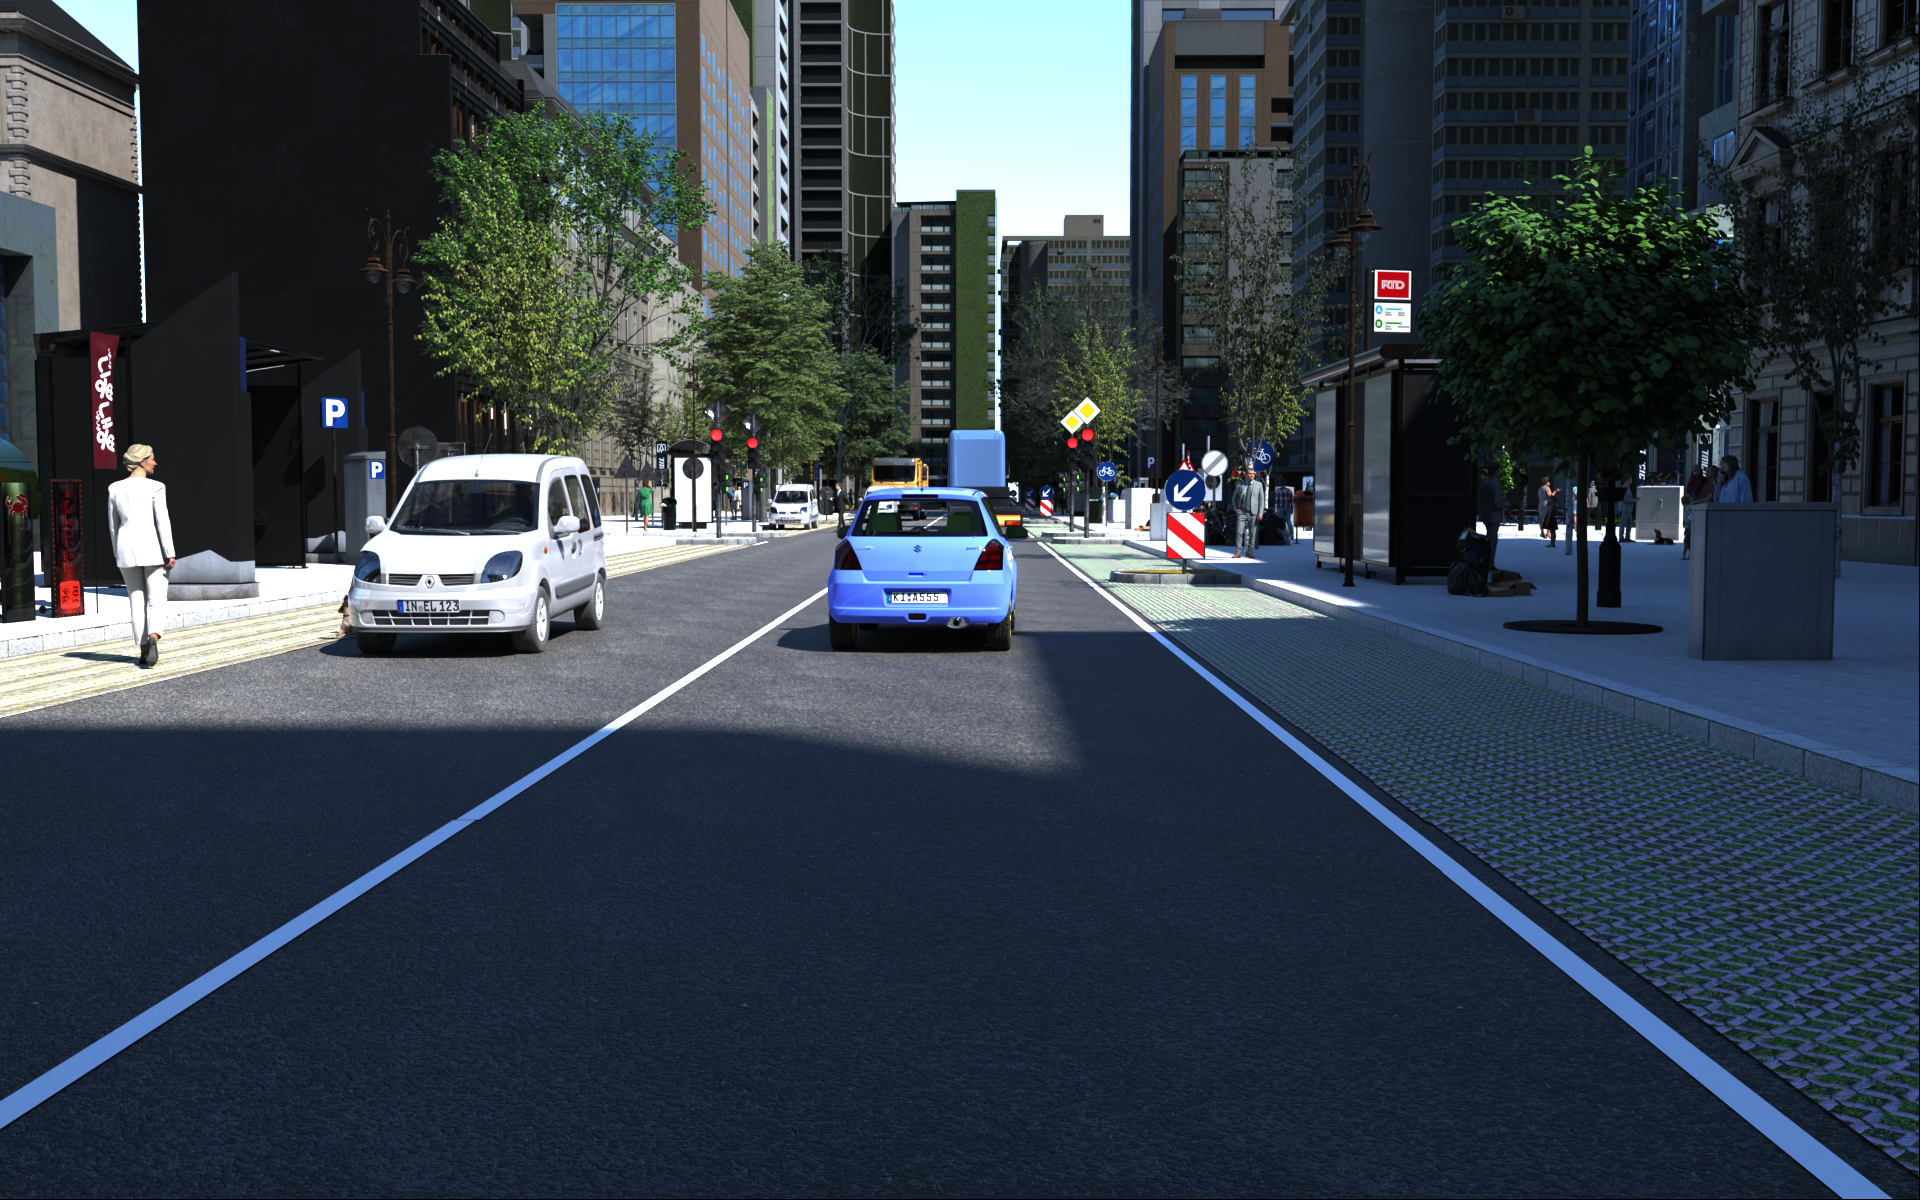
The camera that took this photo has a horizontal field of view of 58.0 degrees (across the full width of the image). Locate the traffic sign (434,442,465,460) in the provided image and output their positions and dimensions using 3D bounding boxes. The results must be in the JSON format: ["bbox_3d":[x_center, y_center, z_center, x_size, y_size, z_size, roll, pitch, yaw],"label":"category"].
[{"bbox_3d":[-10.088,-1.965,34.258,0.606,2.300,0.079,0,4,2],"label":"traffic sign"}]

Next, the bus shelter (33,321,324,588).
[{"bbox_3d":[-11.786,-2.166,26.703,1.731,3.624,6.357,0,4,1],"label":"bus shelter"}]

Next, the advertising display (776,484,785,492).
[{"bbox_3d":[-11.689,-6.623,113.503,0.974,1.923,0.123,-1,4,-23],"label":"advertising display"}]

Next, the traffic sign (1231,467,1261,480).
[{"bbox_3d":[8.330,-3.084,50.430,0.884,2.594,0.081,0,4,1],"label":"traffic sign"}]

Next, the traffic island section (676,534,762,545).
[{"bbox_3d":[-7.042,-1.723,50.449,2.009,0.180,2.903,0,4,1],"label":"traffic island section"}]

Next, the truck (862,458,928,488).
[{"bbox_3d":[-3.306,-6.061,95.028,3.469,3.379,9.791,0,4,3],"label":"truck"}]

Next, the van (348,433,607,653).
[{"bbox_3d":[-4.593,-0.604,16.894,2.013,2.044,4.112,0,4,-1],"label":"van"}]

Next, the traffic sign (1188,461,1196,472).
[{"bbox_3d":[9.059,-4.183,68.398,0.884,2.594,0.081,0,4,2],"label":"traffic sign"}]

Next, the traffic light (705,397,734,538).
[{"bbox_3d":[-7.002,-3.755,50.314,0.839,4.253,0.868,0,4,1],"label":"traffic light"}]

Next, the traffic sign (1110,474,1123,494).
[{"bbox_3d":[9.296,-6.279,102.769,0.768,2.556,0.104,0,4,6],"label":"traffic sign"}]

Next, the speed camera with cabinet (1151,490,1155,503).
[{"bbox_3d":[8.174,-4.483,67.635,2.038,3.252,0.660,-1,4,-20],"label":"speed camera with cabinet"}]

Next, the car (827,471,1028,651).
[{"bbox_3d":[-0.298,-0.464,17.178,1.945,1.707,3.694,0,4,2],"label":"car"}]

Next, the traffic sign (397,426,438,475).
[{"bbox_3d":[-10.177,-1.981,32.493,0.768,2.556,0.104,0,4,4],"label":"traffic sign"}]

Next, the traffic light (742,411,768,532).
[{"bbox_3d":[-6.919,-4.243,58.299,0.839,4.253,0.868,0,4,1],"label":"traffic light"}]

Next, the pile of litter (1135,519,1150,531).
[{"bbox_3d":[6.832,-2.836,60.327,1.176,0.858,1.719,-2,4,-33],"label":"pile of litter"}]

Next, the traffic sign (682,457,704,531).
[{"bbox_3d":[-9.248,-3.663,59.993,0.768,2.556,0.104,1,4,8],"label":"traffic sign"}]

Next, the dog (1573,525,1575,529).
[{"bbox_3d":[22.321,-2.770,63.030,0.748,0.427,0.550,-1,4,-13],"label":"dog"}]

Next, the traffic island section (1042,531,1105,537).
[{"bbox_3d":[3.782,-2.204,58.318,2.009,0.180,2.903,0,4,1],"label":"traffic island section"}]

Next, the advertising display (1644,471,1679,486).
[{"bbox_3d":[20.171,-2.728,49.823,0.123,1.923,0.974,-3,5,-42],"label":"advertising display"}]

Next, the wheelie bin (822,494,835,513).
[{"bbox_3d":[-8.837,-6.584,115.550,0.980,1.594,0.693,-3,5,-41],"label":"wheelie bin"}]

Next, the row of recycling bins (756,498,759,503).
[{"bbox_3d":[-11.869,-5.580,98.347,1.069,1.692,3.534,0,4,-6],"label":"row of recycling bins"}]

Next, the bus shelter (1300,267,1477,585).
[{"bbox_3d":[6.965,-3.108,28.452,2.179,5.291,8.768,0,4,1],"label":"bus shelter"}]

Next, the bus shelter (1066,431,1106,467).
[{"bbox_3d":[7.784,-7.973,107.989,2.179,5.291,8.768,0,4,1],"label":"bus shelter"}]

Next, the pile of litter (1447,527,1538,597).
[{"bbox_3d":[6.871,-0.509,22.293,1.176,0.858,1.719,3,5,43],"label":"pile of litter"}]

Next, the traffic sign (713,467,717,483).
[{"bbox_3d":[-11.788,-5.027,82.304,0.768,2.556,0.104,0,4,8],"label":"traffic sign"}]

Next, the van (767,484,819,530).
[{"bbox_3d":[-6.705,-3.850,69.963,2.013,2.044,4.112,0,4,1],"label":"van"}]

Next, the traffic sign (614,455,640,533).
[{"bbox_3d":[-11.028,-3.504,57.300,0.884,2.594,0.081,1,4,9],"label":"traffic sign"}]

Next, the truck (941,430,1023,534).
[{"bbox_3d":[0.775,-4.729,67.078,2.967,4.110,18.799,0,4,-1],"label":"truck"}]

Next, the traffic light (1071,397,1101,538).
[{"bbox_3d":[3.659,-3.749,50.220,0.839,4.253,0.868,0,4,1],"label":"traffic light"}]

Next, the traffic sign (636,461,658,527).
[{"bbox_3d":[-12.329,-4.176,68.281,0.884,2.594,0.081,0,4,4],"label":"traffic sign"}]

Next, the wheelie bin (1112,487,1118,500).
[{"bbox_3d":[6.970,-4.516,81.751,0.980,1.594,0.693,1,4,22],"label":"wheelie bin"}]

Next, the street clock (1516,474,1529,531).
[{"bbox_3d":[19.595,-3.418,60.454,0.471,2.002,0.358,1,4,16],"label":"street clock"}]

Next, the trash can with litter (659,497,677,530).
[{"bbox_3d":[-10.388,-3.078,61.705,0.624,1.170,1.055,0,4,-8],"label":"trash can with litter"}]

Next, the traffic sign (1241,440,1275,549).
[{"bbox_3d":[6.899,-2.451,40.183,0.768,2.556,0.104,1,4,10],"label":"traffic sign"}]

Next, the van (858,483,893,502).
[{"bbox_3d":[-4.016,-4.855,86.398,2.013,2.044,4.112,0,4,1],"label":"van"}]

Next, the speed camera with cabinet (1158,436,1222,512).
[{"bbox_3d":[7.800,-3.924,58.493,2.038,3.252,0.660,-1,4,-15],"label":"speed camera with cabinet"}]

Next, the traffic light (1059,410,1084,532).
[{"bbox_3d":[3.742,-4.238,58.204,0.839,4.253,0.868,0,4,1],"label":"traffic light"}]

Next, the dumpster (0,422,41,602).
[{"bbox_3d":[-11.412,-1.019,19.156,1.502,2.255,1.985,0,4,0],"label":"dumpster"}]

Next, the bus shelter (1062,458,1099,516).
[{"bbox_3d":[6.987,-6.439,99.202,2.014,3.302,5.546,0,4,1],"label":"bus shelter"}]

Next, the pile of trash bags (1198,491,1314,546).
[{"bbox_3d":[7.614,-2.083,43.815,3.447,1.369,1.912,-2,4,-31],"label":"pile of trash bags"}]

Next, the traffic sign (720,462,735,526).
[{"bbox_3d":[-9.423,-4.260,69.760,0.768,2.556,0.104,0,4,4],"label":"traffic sign"}]

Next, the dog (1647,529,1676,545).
[{"bbox_3d":[17.678,-1.582,43.598,0.550,0.427,0.748,0,4,2],"label":"dog"}]

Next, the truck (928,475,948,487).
[{"bbox_3d":[-2.363,-11.292,180.552,3.469,3.379,9.791,0,4,-1],"label":"truck"}]

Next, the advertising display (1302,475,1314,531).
[{"bbox_3d":[12.182,-3.379,60.453,0.123,1.923,0.974,-1,4,-13],"label":"advertising display"}]

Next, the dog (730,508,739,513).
[{"bbox_3d":[-15.550,-6.271,120.269,0.748,0.427,0.550,1,4,9],"label":"dog"}]

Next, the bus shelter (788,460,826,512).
[{"bbox_3d":[-9.870,-7.987,108.218,2.179,5.291,8.768,0,4,1],"label":"bus shelter"}]

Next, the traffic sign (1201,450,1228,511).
[{"bbox_3d":[7.401,-3.078,50.427,0.768,2.556,0.104,0,4,5],"label":"traffic sign"}]

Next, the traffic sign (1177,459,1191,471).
[{"bbox_3d":[8.263,-3.906,63.859,0.884,2.594,0.081,0,4,7],"label":"traffic sign"}]

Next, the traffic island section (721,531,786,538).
[{"bbox_3d":[-6.959,-2.211,58.434,2.009,0.180,2.903,0,4,1],"label":"traffic island section"}]

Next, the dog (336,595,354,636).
[{"bbox_3d":[-6.123,0.149,17.761,0.748,0.427,0.550,-3,5,-44],"label":"dog"}]

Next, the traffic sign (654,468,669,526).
[{"bbox_3d":[-11.888,-4.095,69.089,0.606,2.300,0.079,0,4,6],"label":"traffic sign"}]

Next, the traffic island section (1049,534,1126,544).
[{"bbox_3d":[3.699,-1.716,50.333,2.009,0.180,2.903,0,4,1],"label":"traffic island section"}]

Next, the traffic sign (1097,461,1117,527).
[{"bbox_3d":[5.732,-4.134,67.696,0.768,2.556,0.104,0,4,4],"label":"traffic sign"}]

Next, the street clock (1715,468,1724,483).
[{"bbox_3d":[20.916,-2.631,47.590,0.471,2.002,0.358,-3,5,-44],"label":"street clock"}]

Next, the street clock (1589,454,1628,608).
[{"bbox_3d":[7.368,-0.920,19.605,0.358,2.002,0.471,-2,4,-29],"label":"street clock"}]

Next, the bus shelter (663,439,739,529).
[{"bbox_3d":[-9.833,-4.418,66.158,2.014,3.302,5.546,0,4,1],"label":"bus shelter"}]

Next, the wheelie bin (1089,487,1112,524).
[{"bbox_3d":[5.918,-4.129,75.414,0.980,1.594,0.693,2,4,28],"label":"wheelie bin"}]
